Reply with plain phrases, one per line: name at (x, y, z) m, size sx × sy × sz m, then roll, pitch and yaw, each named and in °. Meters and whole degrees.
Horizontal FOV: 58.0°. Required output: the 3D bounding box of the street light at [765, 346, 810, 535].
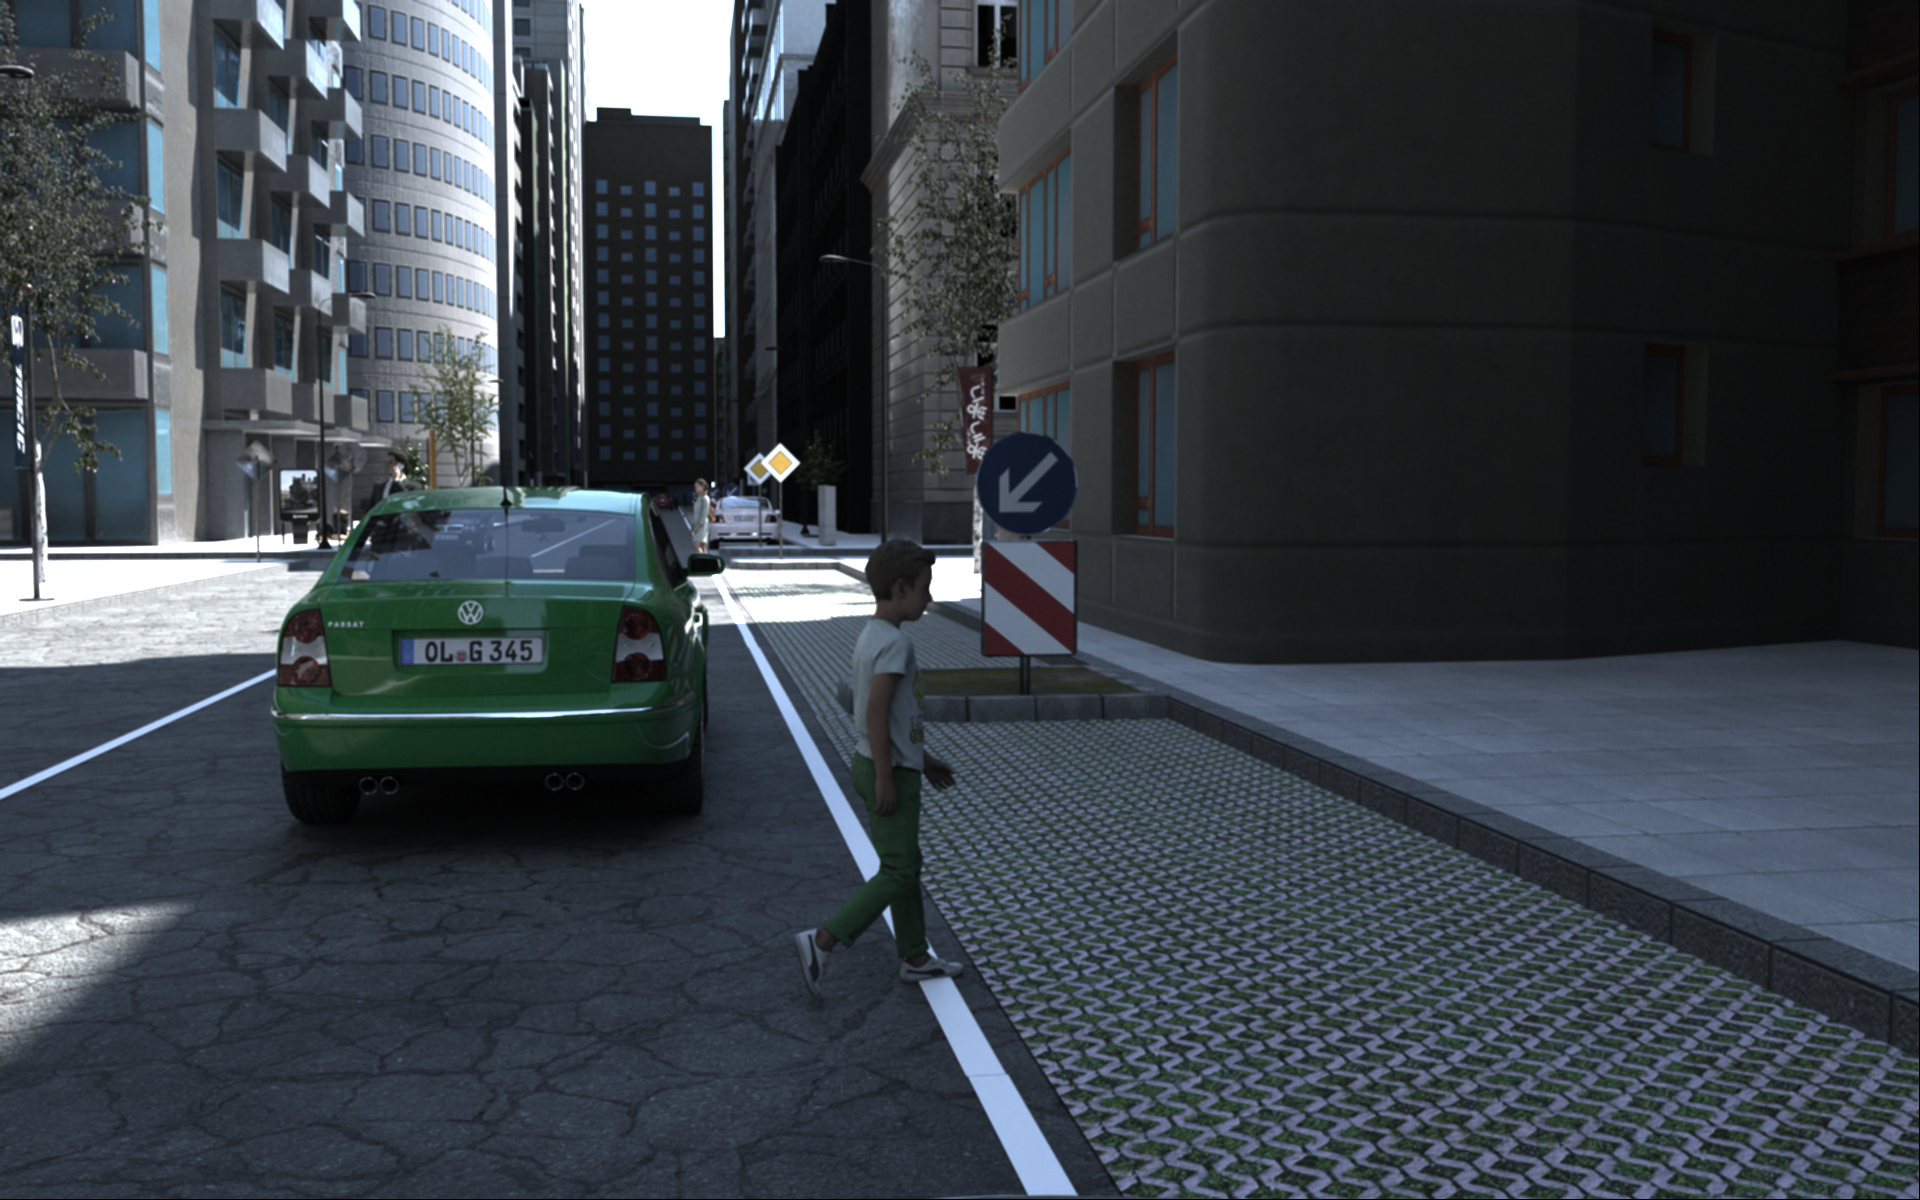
street light at (-5.453, -5.026, 54.722) m, size 1.470 × 5.913 × 1.316 m, roll -1°, pitch 4°, yaw -9°

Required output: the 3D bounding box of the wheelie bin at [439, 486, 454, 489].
wheelie bin at (-21.264, -3.898, 71.641) m, size 0.980 × 1.594 × 0.693 m, roll -3°, pitch 4°, yaw -39°

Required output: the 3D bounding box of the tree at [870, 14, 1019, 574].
tree at (0.414, -4.731, 27.711) m, size 4.360 × 8.622 × 3.978 m, roll 0°, pitch 3°, yaw 0°

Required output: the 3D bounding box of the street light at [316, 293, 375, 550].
street light at (-14.191, -4.129, 40.050) m, size 1.470 × 5.913 × 1.316 m, roll -1°, pitch 4°, yaw -9°

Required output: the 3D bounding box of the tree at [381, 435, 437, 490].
tree at (-18.038, -3.814, 56.958) m, size 1.663 × 3.219 × 1.824 m, roll 0°, pitch 3°, yaw 0°

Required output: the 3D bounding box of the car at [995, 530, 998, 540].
car at (3.017, -1.894, 39.999) m, size 4.494 × 1.783 × 2.155 m, roll -1°, pitch 4°, yaw -9°

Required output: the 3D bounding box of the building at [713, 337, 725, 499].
building at (-15.893, -22.680, 215.849) m, size 28.899 × 21.520 × 27.650 m, roll -1°, pitch 4°, yaw -9°

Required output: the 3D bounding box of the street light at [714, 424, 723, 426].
street light at (-15.678, -8.736, 115.367) m, size 1.470 × 5.913 × 1.316 m, roll -1°, pitch 4°, yaw -9°

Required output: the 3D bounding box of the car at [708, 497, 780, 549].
car at (-5.764, -2.065, 46.123) m, size 2.083 × 1.381 × 4.827 m, roll 0°, pitch 4°, yaw -8°

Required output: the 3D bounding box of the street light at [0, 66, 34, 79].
street light at (-10.757, -2.834, 18.880) m, size 1.470 × 5.913 × 1.316 m, roll -1°, pitch 4°, yaw -9°

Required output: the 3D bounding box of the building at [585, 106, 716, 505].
building at (-36.338, -33.901, 204.387) m, size 14.200 × 45.320 × 14.600 m, roll -1°, pitch 4°, yaw -9°

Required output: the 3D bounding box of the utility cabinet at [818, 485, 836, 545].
utility cabinet at (-3.314, -2.120, 43.336) m, size 0.318 × 1.500 × 1.173 m, roll -1°, pitch 4°, yaw -12°

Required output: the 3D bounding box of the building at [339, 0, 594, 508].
building at (-58.046, -40.566, 205.259) m, size 28.212 × 58.520 × 21.231 m, roll -1°, pitch 4°, yaw -9°

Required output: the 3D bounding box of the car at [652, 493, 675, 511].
car at (-26.114, -8.759, 152.255) m, size 2.155 × 1.783 × 4.494 m, roll -1°, pitch 4°, yaw -8°

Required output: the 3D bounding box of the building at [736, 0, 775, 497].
building at (-5.287, -31.489, 134.457) m, size 23.786 × 49.044 × 30.456 m, roll -1°, pitch 4°, yaw -9°

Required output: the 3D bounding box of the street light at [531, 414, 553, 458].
street light at (-24.404, -7.861, 101.072) m, size 1.470 × 5.913 × 1.316 m, roll -1°, pitch 4°, yaw -9°

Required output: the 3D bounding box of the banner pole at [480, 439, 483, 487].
banner pole at (-21.816, -5.444, 79.020) m, size 0.401 × 3.779 × 0.863 m, roll -1°, pitch 4°, yaw -19°

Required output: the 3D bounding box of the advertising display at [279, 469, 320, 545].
advertising display at (-16.797, -2.377, 44.071) m, size 0.974 × 1.923 × 0.123 m, roll 0°, pitch 4°, yaw -7°

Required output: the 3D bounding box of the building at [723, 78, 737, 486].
building at (-15.547, -29.750, 170.012) m, size 14.154 × 41.232 × 14.086 m, roll -1°, pitch 4°, yaw -9°

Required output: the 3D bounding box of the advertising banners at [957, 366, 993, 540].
advertising banners at (0.919, -1.670, 23.489) m, size 2.074 × 3.025 × 0.090 m, roll 2°, pitch 4°, yaw 23°

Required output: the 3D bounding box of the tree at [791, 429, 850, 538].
tree at (-4.330, -3.482, 51.529) m, size 1.663 × 3.219 × 1.824 m, roll 0°, pitch 3°, yaw 0°

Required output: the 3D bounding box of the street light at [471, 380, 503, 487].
street light at (-19.239, -5.984, 70.376) m, size 1.470 × 5.913 × 1.316 m, roll -1°, pitch 4°, yaw -9°

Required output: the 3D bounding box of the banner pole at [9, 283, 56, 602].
banner pole at (-11.048, -1.863, 20.476) m, size 0.401 × 3.779 × 0.863 m, roll -1°, pitch 4°, yaw -11°

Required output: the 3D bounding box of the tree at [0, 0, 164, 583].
tree at (-13.266, -4.533, 24.474) m, size 4.360 × 8.622 × 3.978 m, roll 0°, pitch 3°, yaw 0°

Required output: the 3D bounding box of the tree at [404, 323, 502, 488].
tree at (-21.440, -7.558, 73.929) m, size 4.737 × 8.622 × 4.395 m, roll 0°, pitch 3°, yaw 0°

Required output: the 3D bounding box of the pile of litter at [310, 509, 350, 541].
pile of litter at (-17.107, -2.084, 48.032) m, size 1.719 × 0.858 × 1.176 m, roll -1°, pitch 4°, yaw -11°

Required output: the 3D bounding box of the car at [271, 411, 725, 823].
car at (-2.211, -0.013, 9.003) m, size 1.959 × 1.807 × 4.718 m, roll 0°, pitch 4°, yaw -8°

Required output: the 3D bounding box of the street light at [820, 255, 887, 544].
street light at (-2.033, -3.757, 33.964) m, size 1.470 × 5.913 × 1.316 m, roll -1°, pitch 4°, yaw -9°

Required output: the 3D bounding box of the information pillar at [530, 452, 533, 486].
information pillar at (-23.690, -6.387, 95.775) m, size 0.183 × 3.616 × 0.504 m, roll -2°, pitch 4°, yaw -24°

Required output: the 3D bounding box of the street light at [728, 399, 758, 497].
street light at (-10.543, -6.893, 85.247) m, size 1.470 × 5.913 × 1.316 m, roll -1°, pitch 4°, yaw -9°

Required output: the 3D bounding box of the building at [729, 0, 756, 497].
building at (-13.420, -30.930, 155.815) m, size 14.600 × 45.320 × 14.200 m, roll -1°, pitch 4°, yaw -9°

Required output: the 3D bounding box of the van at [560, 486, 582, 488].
van at (-20.288, -5.053, 89.628) m, size 2.013 × 2.044 × 4.112 m, roll -1°, pitch 4°, yaw -8°

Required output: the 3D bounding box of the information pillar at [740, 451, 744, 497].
information pillar at (-11.933, -6.332, 94.875) m, size 0.183 × 3.616 × 0.504 m, roll 1°, pitch 4°, yaw 10°

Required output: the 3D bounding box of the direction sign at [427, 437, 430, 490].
direction sign at (-21.288, -4.732, 69.372) m, size 0.379 × 3.537 × 0.876 m, roll -1°, pitch 4°, yaw -16°
